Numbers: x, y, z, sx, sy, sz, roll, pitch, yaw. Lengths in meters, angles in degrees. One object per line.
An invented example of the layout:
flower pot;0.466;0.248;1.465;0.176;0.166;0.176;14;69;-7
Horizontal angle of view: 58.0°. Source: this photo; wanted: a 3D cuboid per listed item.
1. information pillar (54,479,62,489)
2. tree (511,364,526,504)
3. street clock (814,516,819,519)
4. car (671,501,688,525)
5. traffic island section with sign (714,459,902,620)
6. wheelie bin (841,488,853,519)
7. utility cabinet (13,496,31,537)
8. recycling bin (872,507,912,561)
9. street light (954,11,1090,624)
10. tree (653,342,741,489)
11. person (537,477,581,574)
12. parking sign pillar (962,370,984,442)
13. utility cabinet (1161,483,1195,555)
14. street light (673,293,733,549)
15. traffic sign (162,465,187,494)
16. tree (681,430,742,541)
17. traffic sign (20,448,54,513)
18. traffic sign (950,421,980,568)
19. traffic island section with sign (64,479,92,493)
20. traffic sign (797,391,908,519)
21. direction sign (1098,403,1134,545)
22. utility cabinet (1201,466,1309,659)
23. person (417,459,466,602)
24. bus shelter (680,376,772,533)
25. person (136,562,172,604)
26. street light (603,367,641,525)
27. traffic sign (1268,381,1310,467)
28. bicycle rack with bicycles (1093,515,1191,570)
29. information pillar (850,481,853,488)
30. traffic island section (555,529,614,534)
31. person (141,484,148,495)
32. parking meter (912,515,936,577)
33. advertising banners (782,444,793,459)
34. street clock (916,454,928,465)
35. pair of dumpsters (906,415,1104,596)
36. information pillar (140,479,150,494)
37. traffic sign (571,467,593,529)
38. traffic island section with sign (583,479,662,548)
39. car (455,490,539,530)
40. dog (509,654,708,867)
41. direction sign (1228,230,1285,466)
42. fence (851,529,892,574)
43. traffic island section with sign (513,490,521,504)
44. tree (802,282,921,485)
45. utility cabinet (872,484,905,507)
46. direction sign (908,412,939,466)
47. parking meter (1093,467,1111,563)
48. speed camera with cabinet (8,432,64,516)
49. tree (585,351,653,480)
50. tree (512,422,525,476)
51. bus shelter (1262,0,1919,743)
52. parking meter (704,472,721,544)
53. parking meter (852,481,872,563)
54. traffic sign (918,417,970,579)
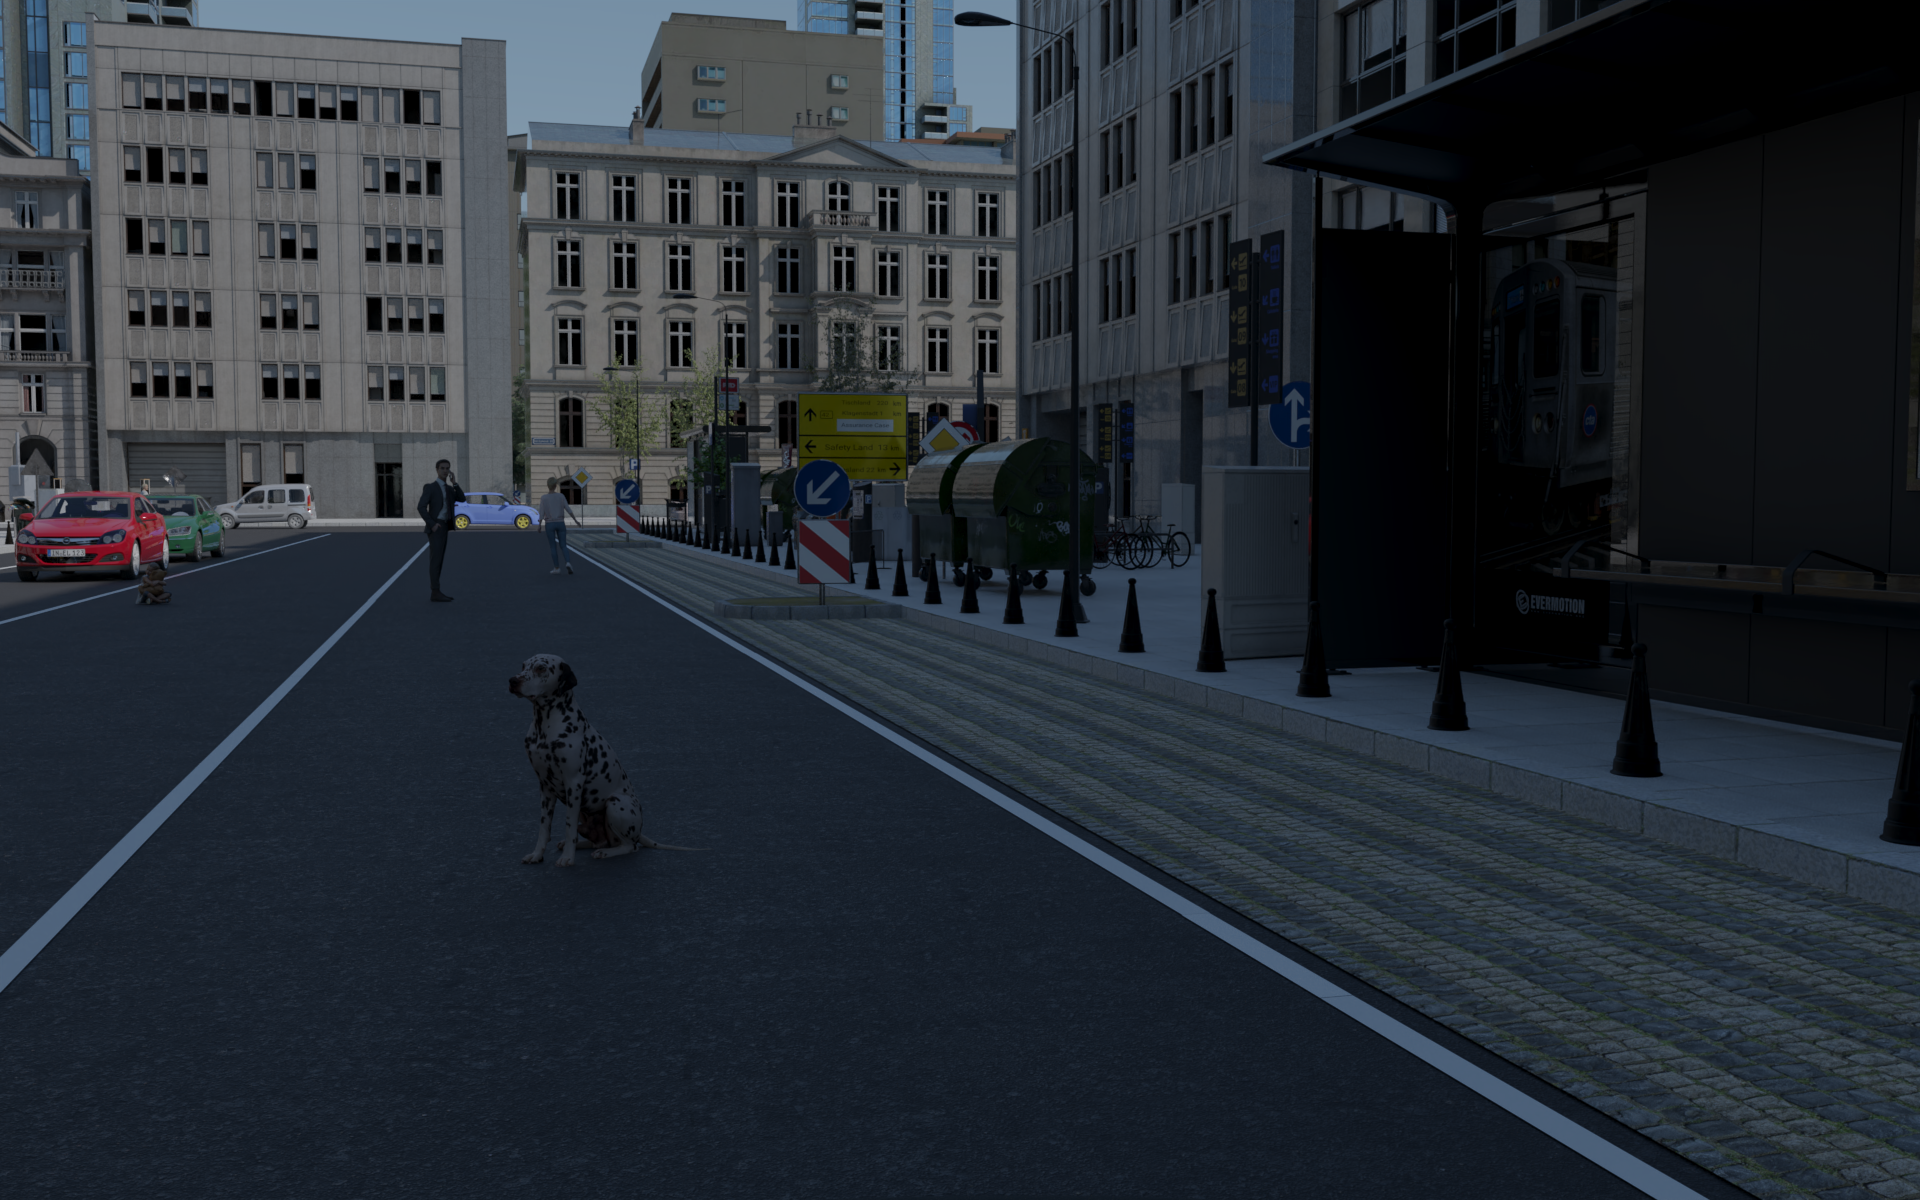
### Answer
information pillar;-42.651;-4.737;81.938;0.304;2.012;0.304;-1;4;-17
tree;-36.727;-15.312;157.005;9.857;13.997;8.962;0;3;0
street clock;-2.986;-1.941;36.306;0.358;2.002;0.471;3;5;41
car;-10.405;-3.937;76.725;4.827;1.381;2.083;-1;4;-17
traffic island section with sign;-1.878;-0.731;20.578;1.989;1.847;2.006;-1;4;-15
wheelie bin;-3.298;-2.515;49.021;0.693;1.594;0.980;2;4;30
utility cabinet;-28.099;-2.491;51.885;0.306;1.237;1.020;-1;4;-17
recycling bin;-1.278;-1.276;33.421;0.722;1.027;0.722;1;4;15
street light;0.617;-2.719;16.992;1.470;5.913;1.316;-1;4;-15
tree;-12.530;-8.189;84.246;4.737;8.622;4.395;0;3;0
person;-7.142;-1.340;31.083;0.731;1.740;0.598;-3;5;-39
parking sign pillar;0.304;-2.973;37.081;1.447;3.967;1.447;0;3;0
utility cabinet;4.614;-1.706;36.572;0.318;1.500;1.173;-1;4;-14
street light;-5.969;-4.151;40.402;1.470;5.913;1.316;-1;4;-15
traffic sign;-27.096;-3.436;59.813;0.795;2.450;0.064;-1;4;-15
tree;-6.891;-3.259;47.879;1.663;3.219;1.824;0;3;0
traffic sign;-26.218;-3.009;49.208;0.884;2.594;0.081;-1;4;-10
traffic sign;-0.040;-1.835;30.106;0.768;2.556;0.104;-1;4;-11
traffic island section with sign;-22.311;-2.148;43.754;1.989;1.847;2.006;-1;4;-15
traffic sign;-2.147;-2.498;34.710;2.265;3.308;0.079;-1;4;-15
direction sign;3.890;-3.132;43.209;0.876;3.537;0.379;1;4;9
utility cabinet;2.465;-0.302;13.619;1.173;1.500;0.318;-2;4;-29
person;-6.949;-0.944;23.300;0.474;1.900;0.648;1;4;11
bus shelter;-7.921;-4.845;56.854;2.179;5.291;8.768;-1;4;-16
person;-10.517;-0.219;22.550;0.357;0.543;0.381;2;4;31
street light;-12.379;-5.573;63.652;1.470;5.913;1.316;-1;4;-15
traffic sign;3.812;-1.193;19.618;0.768;2.556;0.104;-1;4;-15
bicycle rack with bicycles;2.692;-1.021;30.069;2.925;0.926;2.852;-1;4;-21
information pillar;-5.409;-4.910;84.763;0.304;2.012;0.304;3;4;39
traffic island section;-13.827;-2.524;63.548;2.009;0.180;2.903;-1;4;-15
person;-32.204;-3.670;68.380;0.514;1.842;0.818;1;4;23
parking meter;-0.557;-1.122;26.753;0.372;1.533;0.369;0;3;0
advertising banners;-6.617;-3.943;60.651;2.074;3.025;0.090;3;4;37
street clock;-0.603;-1.625;31.143;0.358;2.002;0.471;1;4;18
pair of dumpsters;0.547;-1.285;23.498;1.574;2.255;4.437;-1;4;-15
information pillar;-39.975;-4.923;84.988;0.304;2.012;0.304;2;4;31
traffic sign;-13.848;-3.659;63.465;0.795;2.450;0.064;-1;4;-15
traffic island section with sign;-9.104;-2.319;46.550;1.989;1.847;2.006;-1;4;-15
car;-18.899;-3.710;70.242;3.694;1.707;1.945;-1;4;-17
dog;-1.370;0.611;6.842;0.800;0.831;0.513;-1;4;-16
direction sign;2.604;-1.427;15.325;0.379;3.537;0.876;-1;4;-21
fence;-1.537;-0.811;28.636;0.278;0.683;2.069;1;4;14
traffic island section with sign;-52.081;-11.765;200.977;1.989;1.847;2.006;-1;4;-15
tree;-3.561;-6.699;59.894;4.360;8.622;3.978;0;3;0
utility cabinet;-1.681;-1.718;36.776;0.318;1.500;1.173;-3;5;-44
direction sign;-1.018;-3.418;47.874;0.876;3.537;0.379;0;4;-5
parking meter;2.600;-1.626;32.291;0.399;1.863;0.255;1;4;14
speed camera with cabinet;-29.393;-3.731;55.332;2.038;3.252;0.660;1;4;20
tree;-17.234;-8.541;90.010;4.737;8.622;4.395;0;3;0
tree;-47.771;-15.897;194.332;7.601;10.594;8.767;0;4;-2
bus shelter;3.749;-1.109;9.415;1.731;3.624;6.357;-1;4;-16
parking meter;-6.426;-2.399;44.937;0.399;1.863;0.255;2;4;30
parking meter;-1.833;-1.477;32.564;0.372;1.533;0.369;0;3;0
traffic sign;-0.243;-1.523;26.080;0.795;2.450;0.064;-1;4;-11
